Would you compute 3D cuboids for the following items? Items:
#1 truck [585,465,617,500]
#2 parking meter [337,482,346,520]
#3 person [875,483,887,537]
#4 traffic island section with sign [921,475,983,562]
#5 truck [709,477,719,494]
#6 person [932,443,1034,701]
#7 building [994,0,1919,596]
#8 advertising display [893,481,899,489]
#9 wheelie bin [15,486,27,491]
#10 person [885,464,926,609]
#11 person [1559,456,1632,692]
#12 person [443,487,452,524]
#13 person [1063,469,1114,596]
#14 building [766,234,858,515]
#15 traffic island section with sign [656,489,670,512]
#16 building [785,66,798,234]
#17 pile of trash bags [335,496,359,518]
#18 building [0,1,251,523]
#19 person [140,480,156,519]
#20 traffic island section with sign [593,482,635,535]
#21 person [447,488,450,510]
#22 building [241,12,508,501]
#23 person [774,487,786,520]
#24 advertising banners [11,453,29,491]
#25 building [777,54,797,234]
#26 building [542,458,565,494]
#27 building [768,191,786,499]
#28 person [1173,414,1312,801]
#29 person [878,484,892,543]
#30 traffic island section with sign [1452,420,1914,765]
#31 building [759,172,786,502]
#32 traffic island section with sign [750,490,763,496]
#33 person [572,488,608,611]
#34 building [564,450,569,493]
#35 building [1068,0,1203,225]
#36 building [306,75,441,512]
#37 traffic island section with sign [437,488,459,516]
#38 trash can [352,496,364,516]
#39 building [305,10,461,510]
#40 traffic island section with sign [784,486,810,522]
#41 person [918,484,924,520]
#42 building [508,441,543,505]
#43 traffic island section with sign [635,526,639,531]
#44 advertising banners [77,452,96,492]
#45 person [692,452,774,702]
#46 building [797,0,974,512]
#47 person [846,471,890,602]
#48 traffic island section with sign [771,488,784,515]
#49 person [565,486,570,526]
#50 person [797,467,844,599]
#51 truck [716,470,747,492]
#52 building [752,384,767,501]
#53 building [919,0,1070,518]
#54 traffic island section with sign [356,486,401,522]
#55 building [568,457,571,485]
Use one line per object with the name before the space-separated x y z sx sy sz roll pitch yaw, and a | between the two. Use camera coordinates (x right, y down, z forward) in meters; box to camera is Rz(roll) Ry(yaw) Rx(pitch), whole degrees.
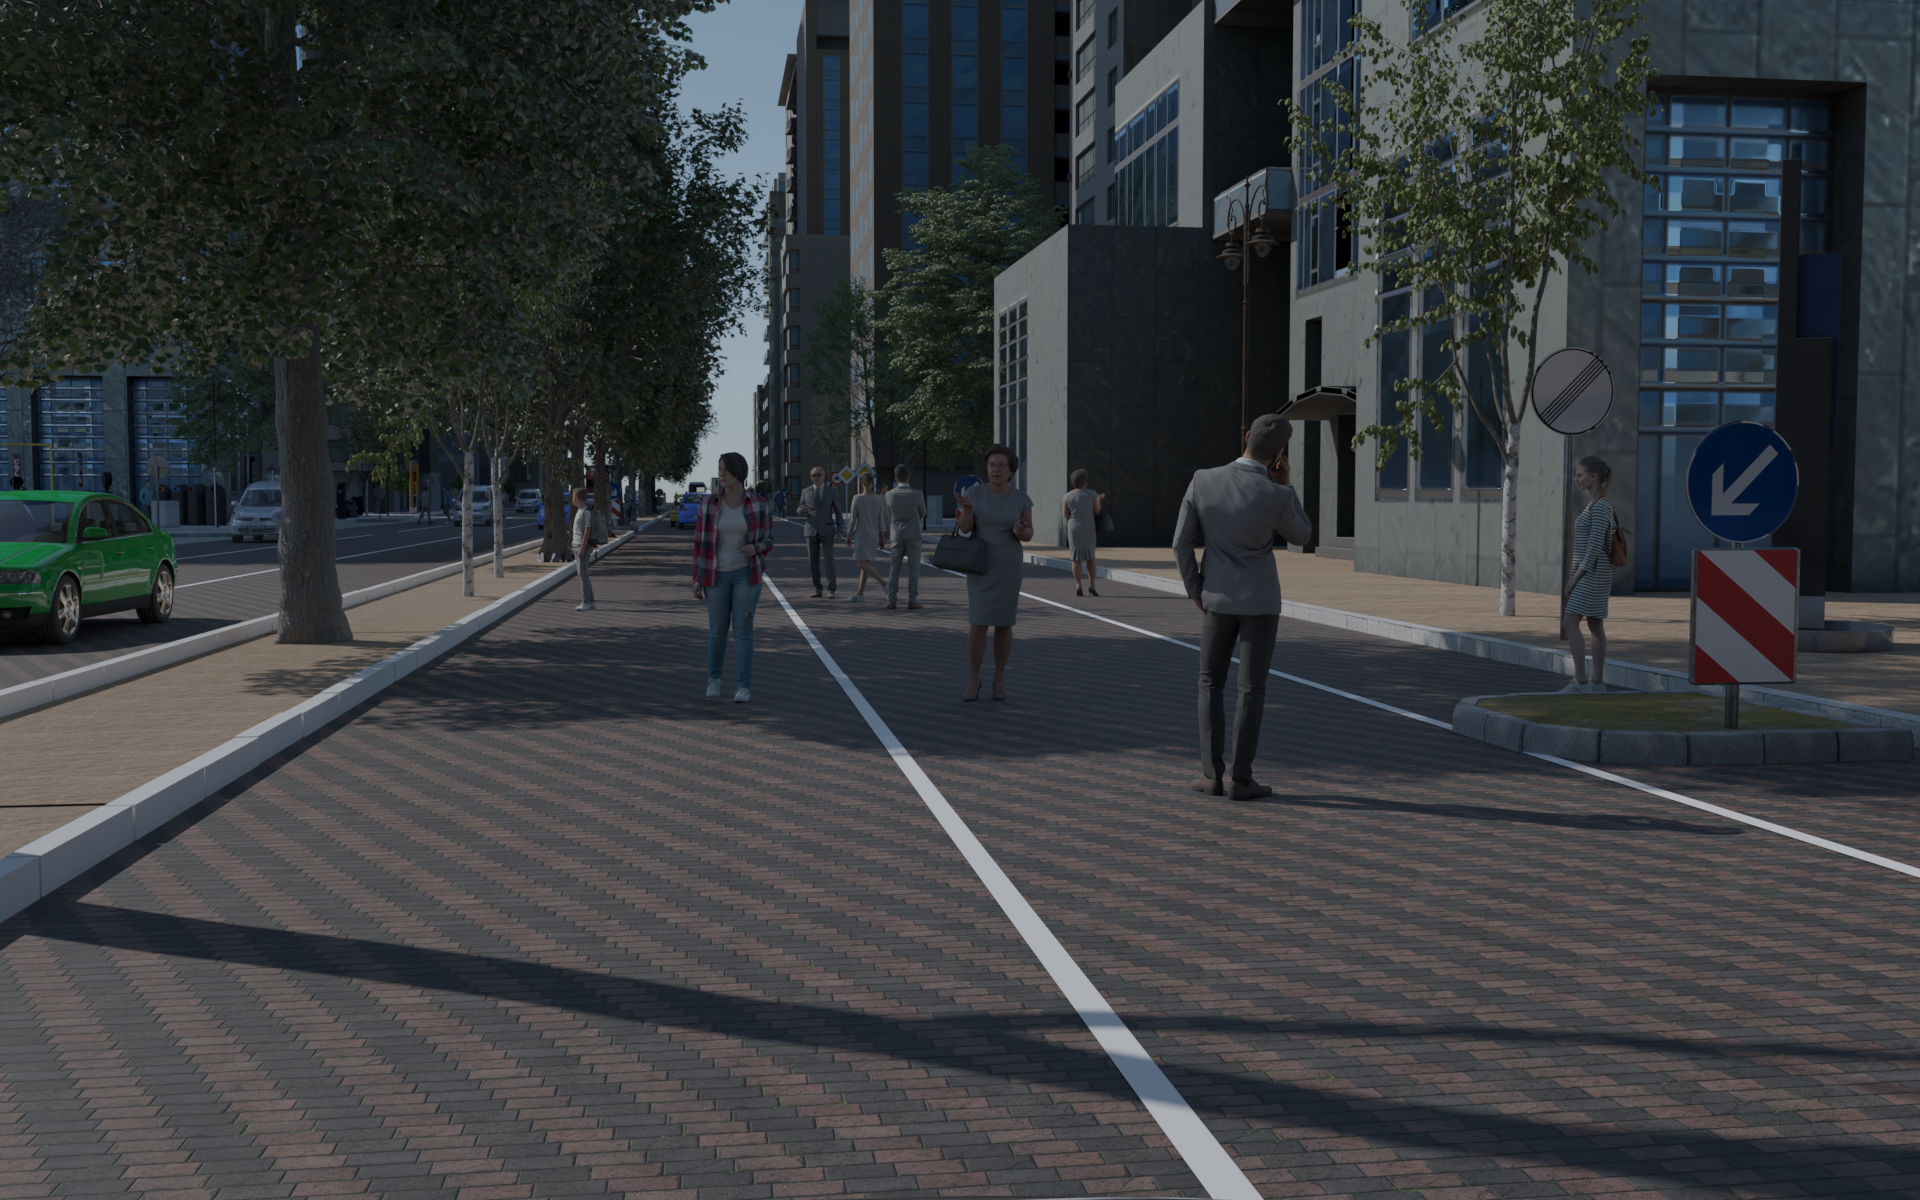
truck | -35.414 -11.127 170.835 2.839 4.237 11.283 0 4 -8
parking meter | -31.203 -4.995 87.376 0.399 1.863 0.255 1 4 12
person | -2.731 -3.045 58.471 0.419 1.800 0.721 -1 4 -22
traffic island section with sign | -0.007 -1.744 37.149 1.989 1.847 2.006 -1 4 -8
truck | -41.274 -18.765 295.727 2.839 4.237 11.283 -1 4 -10
person | 0.164 -0.191 11.985 0.716 1.782 0.532 0 4 -3
building | 14.342 -44.229 35.809 22.319 86.520 31.000 -1 4 -8
advertising display | -3.095 -5.026 87.396 0.123 1.923 0.974 3 5 43
wheelie bin | -37.125 -3.717 68.687 0.693 1.594 0.980 -2 4 -31
person | -0.677 -0.797 21.718 0.511 1.800 0.466 0 4 -1
person | 4.486 -0.171 12.304 0.522 1.701 0.512 1 4 13
person | -24.883 -4.604 84.120 0.444 1.785 0.601 -1 4 -22
person | 1.812 -0.949 24.378 0.716 1.782 0.532 1 4 10
building | -0.037 -17.530 131.648 27.650 21.520 28.899 -1 4 -8
traffic island section with sign | -24.678 -8.197 142.158 2.006 1.907 1.989 -1 4 -8
building | -6.502 -32.014 178.054 22.147 44.769 28.867 -1 4 -8
pile of trash bags | -33.801 -5.184 94.514 1.912 1.369 3.447 -1 4 -18
building | -46.215 -47.456 88.585 22.319 86.520 31.000 -1 4 -8
person | -31.738 -3.765 67.627 0.620 1.820 0.660 1 4 20
traffic island section with sign | -12.508 -3.203 60.511 2.006 1.907 1.989 -1 4 -8
person | -41.478 -8.181 140.078 0.678 1.792 0.850 2 4 28
building | -58.899 -53.089 180.681 22.319 86.520 31.000 -1 4 -8
person | -10.109 -5.420 97.296 0.721 1.800 0.419 -1 4 -13
advertising banners | -39.663 -4.759 74.004 2.074 3.025 0.090 1 4 15
building | -6.591 -37.741 206.303 28.713 52.752 27.495 -1 4 -8
building | -66.038 -42.437 235.851 21.231 58.520 28.212 -1 4 -8
building | -19.065 -33.815 236.463 14.154 41.232 14.086 -1 4 -8
person | 1.324 0.030 8.194 0.592 1.802 0.473 3 4 38
person | -2.244 -2.532 50.644 0.466 1.731 0.760 3 5 39
traffic island section with sign | 4.018 -0.092 10.131 1.989 1.847 2.006 -1 4 -8
building | -18.018 -39.098 258.854 23.786 49.044 30.456 -1 4 -8
traffic island section with sign | -23.552 -11.406 195.112 1.989 1.847 2.006 -1 4 -8
person | -4.650 -0.633 21.439 0.503 1.515 0.523 3 4 39
building | -66.147 -29.752 258.147 14.160 30.474 14.107 -1 4 -8
building | 13.220 -18.861 80.079 14.107 30.474 14.160 -1 4 -8
building | -45.311 -21.463 122.618 14.160 30.474 14.107 -1 4 -8
traffic island section with sign | -33.558 -6.498 114.877 1.989 1.847 2.006 -1 4 -8
trash can | -35.485 -5.530 102.068 0.748 1.137 0.748 0 3 0
building | -53.534 -37.272 151.391 21.231 58.520 28.212 -1 4 -8
traffic island section with sign | -8.073 -5.056 91.290 1.989 1.847 2.006 -1 4 -8
person | -2.002 -4.813 85.281 0.519 1.759 0.362 -3 4 -36
building | -57.440 -31.892 205.029 14.154 41.232 14.086 -1 4 -8
traffic island section with sign | -13.590 -3.652 67.839 2.006 1.907 1.989 -1 4 -8
advertising banners | -36.917 -4.714 73.266 0.090 3.025 2.074 0 4 -7
person | -1.576 -0.166 12.058 0.563 1.720 0.643 0 4 -1
building | -7.293 -30.934 155.880 14.600 45.320 14.200 -1 4 -8
person | -1.185 -0.836 22.920 0.760 1.731 0.466 2 4 26
traffic island section with sign | -12.108 -6.713 118.377 1.989 1.847 2.006 -1 4 -8
person | -17.427 -4.180 76.943 0.391 1.810 0.635 -3 5 -42
person | -1.940 -0.928 23.846 0.661 1.801 0.590 0 4 6
truck | -20.335 -10.077 154.524 2.967 4.110 18.799 0 4 -8
building | -20.283 -27.176 289.365 27.650 21.520 28.899 -1 4 -8
building | 1.324 -27.339 97.106 14.600 45.320 14.200 -1 4 -8
traffic island section with sign | -29.583 -4.868 88.216 1.989 1.847 2.006 -1 4 -8
building | -75.329 -42.071 277.094 28.713 52.752 27.495 -1 4 -8
